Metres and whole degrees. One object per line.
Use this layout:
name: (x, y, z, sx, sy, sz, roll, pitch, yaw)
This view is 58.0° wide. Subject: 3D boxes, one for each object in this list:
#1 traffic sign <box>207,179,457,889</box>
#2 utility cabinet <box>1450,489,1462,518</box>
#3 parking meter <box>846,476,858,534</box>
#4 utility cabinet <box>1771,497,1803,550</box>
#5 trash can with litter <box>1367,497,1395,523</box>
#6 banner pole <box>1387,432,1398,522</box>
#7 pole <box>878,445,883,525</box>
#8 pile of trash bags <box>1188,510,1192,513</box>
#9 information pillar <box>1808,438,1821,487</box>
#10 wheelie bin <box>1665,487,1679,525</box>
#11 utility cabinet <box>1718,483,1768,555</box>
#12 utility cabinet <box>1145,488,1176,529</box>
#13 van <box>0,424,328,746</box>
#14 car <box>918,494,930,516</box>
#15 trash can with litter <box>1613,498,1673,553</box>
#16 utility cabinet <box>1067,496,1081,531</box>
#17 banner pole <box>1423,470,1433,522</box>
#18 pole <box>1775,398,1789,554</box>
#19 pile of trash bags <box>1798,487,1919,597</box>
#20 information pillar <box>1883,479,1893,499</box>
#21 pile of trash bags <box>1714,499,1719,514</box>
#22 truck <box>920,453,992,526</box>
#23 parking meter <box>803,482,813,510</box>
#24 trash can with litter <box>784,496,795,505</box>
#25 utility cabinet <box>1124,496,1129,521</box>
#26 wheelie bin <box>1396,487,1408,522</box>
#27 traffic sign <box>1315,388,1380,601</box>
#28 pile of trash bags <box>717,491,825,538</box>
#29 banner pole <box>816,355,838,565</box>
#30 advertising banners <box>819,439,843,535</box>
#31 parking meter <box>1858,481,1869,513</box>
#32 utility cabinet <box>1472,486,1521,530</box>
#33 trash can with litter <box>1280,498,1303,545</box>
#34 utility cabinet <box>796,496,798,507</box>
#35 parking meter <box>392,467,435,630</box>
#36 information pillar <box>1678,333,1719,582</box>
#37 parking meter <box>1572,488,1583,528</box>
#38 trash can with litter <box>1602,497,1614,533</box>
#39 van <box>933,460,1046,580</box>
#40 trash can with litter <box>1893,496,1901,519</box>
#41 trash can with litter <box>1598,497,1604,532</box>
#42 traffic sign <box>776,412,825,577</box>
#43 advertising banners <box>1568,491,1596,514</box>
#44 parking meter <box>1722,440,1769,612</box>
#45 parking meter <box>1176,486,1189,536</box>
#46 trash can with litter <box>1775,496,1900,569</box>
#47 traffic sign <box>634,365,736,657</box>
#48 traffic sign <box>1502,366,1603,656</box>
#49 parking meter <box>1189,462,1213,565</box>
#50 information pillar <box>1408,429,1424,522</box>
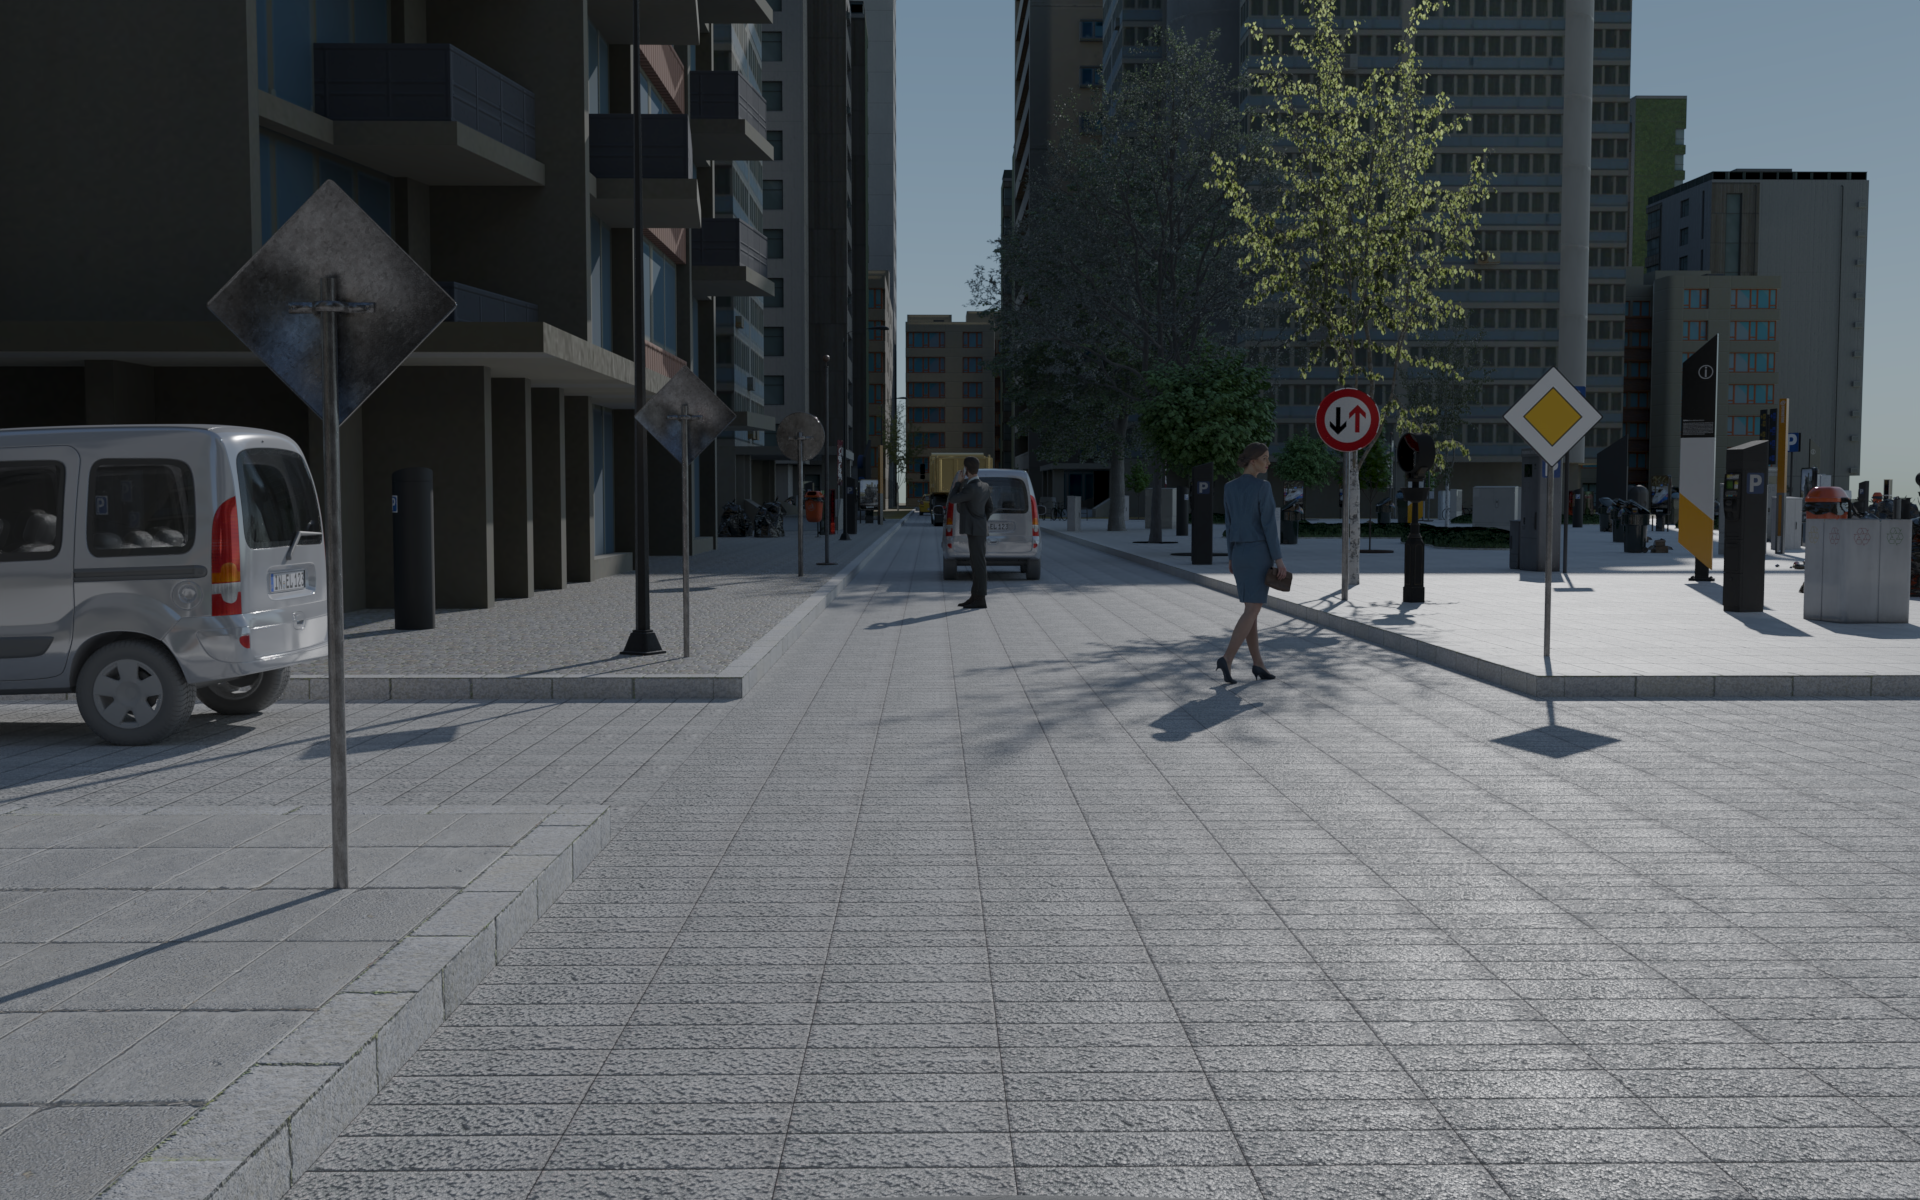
traffic sign: (-2.015, -0.119, 5.583, 0.795, 2.450, 0.064, 0, 4, -1)
utility cabinet: (22.404, -4.251, 78.189, 0.318, 1.500, 1.173, 2, 4, 27)
parking meter: (-3.481, -3.042, 55.443, 0.399, 1.863, 0.255, 1, 4, 12)
utility cabinet: (19.136, -1.769, 40.084, 1.020, 1.237, 0.306, -3, 5, -42)
trash can with litter: (15.345, -3.186, 63.477, 1.055, 1.170, 0.624, -1, 4, -15)
banner pole: (17.416, -4.887, 69.916, 0.401, 3.779, 0.863, 1, 4, 23)
pole: (-3.331, -4.808, 72.456, 0.158, 3.312, 0.155, 0, 3, 0)
pile of trash bags: (11.695, -4.756, 87.511, 1.912, 1.369, 3.447, 1, 4, 20)
information pillar: (36.000, -4.997, 73.051, 0.504, 3.616, 0.183, 0, 4, -8)
wheelie bin: (30.065, -3.985, 73.066, 0.693, 1.594, 0.980, -2, 4, -27)
utility cabinet: (16.422, -1.689, 36.288, 1.173, 1.500, 0.318, -2, 4, -30)
utility cabinet: (7.296, -3.322, 62.989, 1.173, 1.500, 0.318, 3, 5, 39)
van: (-6.061, -0.219, 10.591, 4.112, 2.044, 2.013, 0, 4, 1)
car: (-1.861, -6.489, 116.313, 2.015, 1.641, 3.980, 0, 4, 0)
trash can with litter: (14.979, -1.618, 37.843, 1.055, 1.170, 0.624, 0, 3, 0)
utility cabinet: (3.964, -2.990, 60.043, 0.306, 1.237, 1.020, 1, 4, 15)
banner pole: (21.513, -5.523, 80.325, 0.863, 3.779, 0.401, 1, 4, 10)
pole: (17.576, -2.641, 37.031, 0.158, 3.312, 0.155, 0, 3, 0)
pile of trash bags: (11.631, -0.750, 22.021, 3.447, 1.369, 1.912, -3, 5, -41)
information pillar: (46.124, -4.992, 86.114, 0.304, 2.012, 0.304, -2, 4, -35)
pile of trash bags: (35.621, -4.417, 81.968, 3.447, 1.369, 1.912, -3, 5, -43)
truck: (-0.064, -5.165, 80.365, 3.469, 3.379, 9.791, 0, 4, -2)
parking meter: (-7.136, -4.628, 81.384, 0.399, 1.863, 0.255, -2, 4, -27)
trash can with litter: (-8.490, -4.429, 83.805, 1.055, 1.170, 0.624, 2, 4, 23)
utility cabinet: (7.789, -4.407, 83.212, 0.306, 1.237, 1.020, 2, 4, 30)
wheelie bin: (19.794, -4.234, 77.141, 0.693, 1.594, 0.980, 2, 4, 29)
traffic sign: (4.642, -1.267, 20.824, 0.768, 2.556, 0.104, 0, 4, 4)
pile of trash bags: (-5.616, -2.563, 51.651, 3.447, 1.369, 1.912, 1, 4, 20)
banner pole: (-2.426, -2.540, 31.542, 0.401, 3.779, 0.863, 0, 4, -4)
advertising banners: (-4.072, -3.588, 54.844, 0.090, 3.025, 2.074, 1, 4, 18)
parking meter: (39.482, -4.281, 75.701, 0.255, 1.863, 0.399, -1, 4, -18)
utility cabinet: (14.916, -2.423, 48.294, 1.173, 1.500, 0.318, 2, 4, 35)
trash can with litter: (8.156, -1.999, 44.077, 1.055, 1.170, 0.624, 0, 4, -7)
utility cabinet: (-7.777, -4.682, 87.709, 1.020, 1.237, 0.306, 1, 4, 20)
parking meter: (-5.194, -0.493, 16.465, 0.372, 1.533, 0.369, 0, 3, 0)
information pillar: (10.874, -2.088, 25.491, 0.504, 3.616, 0.183, 2, 4, 33)
parking meter: (23.652, -3.540, 66.297, 0.372, 1.533, 0.369, 0, 3, 0)
trash can with litter: (17.771, -2.115, 45.962, 1.055, 1.170, 0.624, 0, 4, -8)
van: (0.527, -1.423, 30.277, 2.013, 2.044, 4.112, 0, 4, 0)
trash can with litter: (35.250, -3.332, 65.529, 1.678, 1.210, 2.233, 3, 5, 39)
trash can with litter: (22.016, -2.877, 58.419, 0.624, 1.170, 1.055, -1, 4, -15)
traffic sign: (-2.481, -1.638, 26.892, 0.768, 2.556, 0.104, 0, 4, 7)
advertising banners: (27.271, -4.955, 77.203, 2.074, 3.025, 0.090, 1, 4, 9)
parking meter: (8.544, -0.804, 18.860, 0.399, 1.863, 0.255, -1, 4, -17)
parking meter: (6.827, -2.738, 53.175, 0.372, 1.533, 0.369, 0, 3, 0)
trash can with litter: (15.026, -1.154, 29.918, 1.678, 1.210, 2.233, 3, 4, 37)
traffic sign: (-2.147, -0.607, 13.567, 0.795, 2.450, 0.064, 0, 4, -1)
traffic sign: (4.646, -0.613, 13.660, 0.795, 2.450, 0.064, 0, 4, -1)
parking meter: (4.378, -1.573, 31.435, 0.399, 1.863, 0.255, 0, 4, -2)
information pillar: (14.576, -3.919, 55.434, 0.504, 3.616, 0.183, 1, 4, 10)
